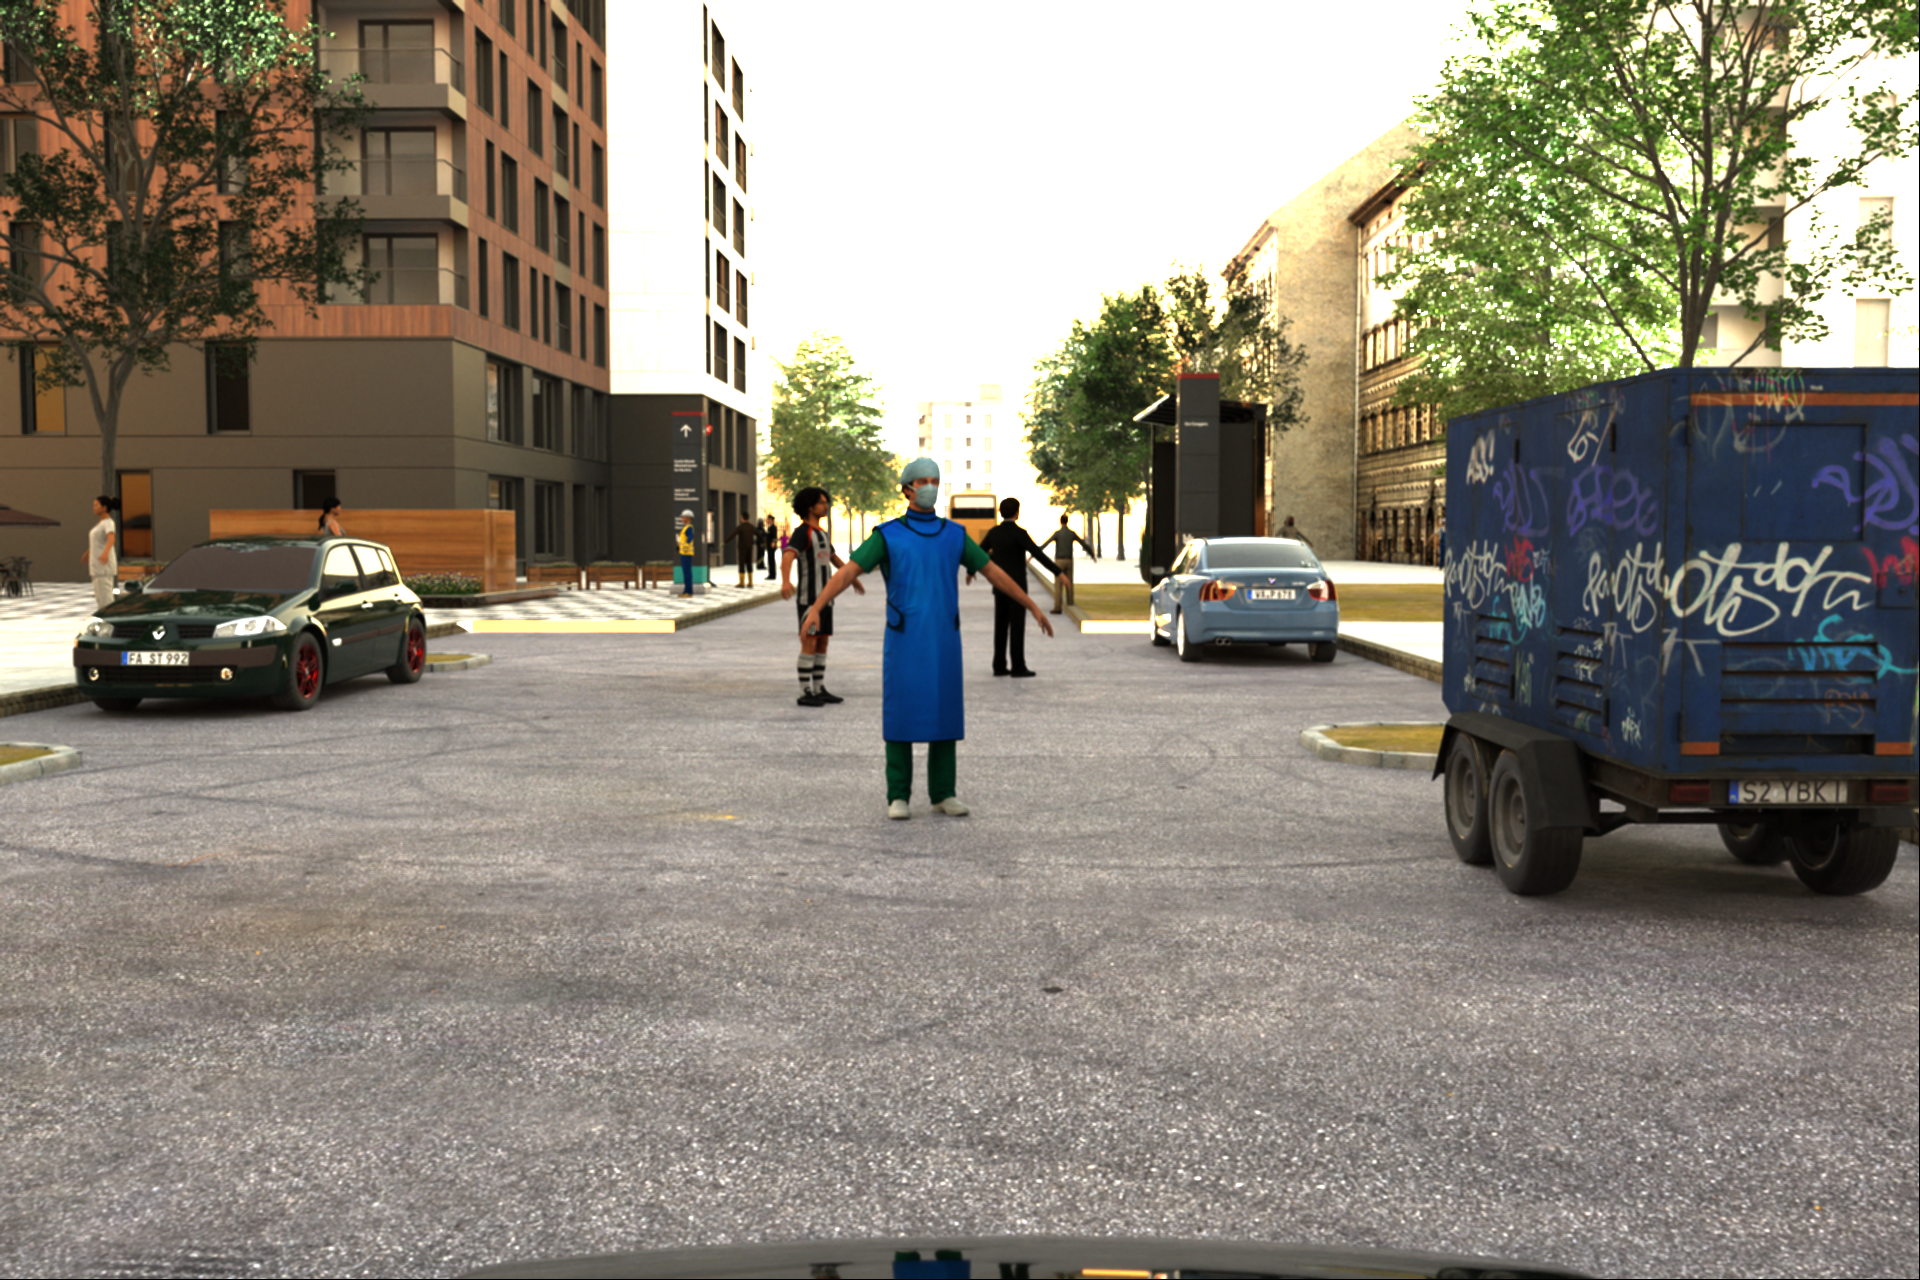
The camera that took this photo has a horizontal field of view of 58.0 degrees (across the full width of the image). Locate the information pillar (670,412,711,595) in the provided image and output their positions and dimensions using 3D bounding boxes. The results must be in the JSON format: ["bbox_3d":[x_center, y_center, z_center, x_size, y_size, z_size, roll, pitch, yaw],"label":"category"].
[{"bbox_3d":[-5.758,-2.909,36.934,0.750,3.857,0.750,0,4,2],"label":"information pillar"}]

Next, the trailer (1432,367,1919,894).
[{"bbox_3d":[2.889,-0.052,7.902,1.471,1.999,3.904,0,4,0],"label":"trailer"}]

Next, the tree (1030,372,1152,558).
[{"bbox_3d":[7.659,-9.753,93.876,8.767,10.594,7.601,1,4,14],"label":"tree"}]

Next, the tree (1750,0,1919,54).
[{"bbox_3d":[9.374,-6.018,8.771,12.009,13.543,11.850,0,3,0],"label":"tree"}]

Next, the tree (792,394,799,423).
[{"bbox_3d":[-21.371,-22.222,219.219,12.611,20.169,13.585,0,3,0],"label":"tree"}]

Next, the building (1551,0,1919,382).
[{"bbox_3d":[26.684,-12.542,61.488,16.016,20.090,11.380,0,4,2],"label":"building"}]

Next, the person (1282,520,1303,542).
[{"bbox_3d":[11.754,-3.422,62.228,0.705,1.796,1.348,-3,5,-42],"label":"person"}]

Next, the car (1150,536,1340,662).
[{"bbox_3d":[3.332,-0.532,20.708,2.014,1.417,4.499,0,4,0],"label":"car"}]

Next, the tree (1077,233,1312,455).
[{"bbox_3d":[7.357,-7.369,54.897,8.767,10.594,7.601,2,4,28],"label":"tree"}]

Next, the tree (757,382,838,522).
[{"bbox_3d":[-7.648,-8.111,82.971,4.737,8.622,4.395,0,3,0],"label":"tree"}]

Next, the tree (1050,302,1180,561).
[{"bbox_3d":[8.073,-10.116,83.519,7.486,12.596,7.792,0,3,0],"label":"tree"}]

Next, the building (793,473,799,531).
[{"bbox_3d":[-21.312,-14.650,181.682,9.099,9.664,28.070,0,4,1],"label":"building"}]

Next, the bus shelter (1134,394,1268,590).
[{"bbox_3d":[4.372,-2.497,32.104,1.731,3.624,6.357,0,4,0],"label":"bus shelter"}]

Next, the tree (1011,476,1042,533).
[{"bbox_3d":[8.887,-16.454,219.388,4.360,8.622,3.978,0,3,0],"label":"tree"}]

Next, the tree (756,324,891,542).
[{"bbox_3d":[-7.558,-10.779,94.363,7.486,12.596,7.792,0,3,0],"label":"tree"}]

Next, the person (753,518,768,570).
[{"bbox_3d":[-7.168,-3.474,62.575,0.705,1.856,1.354,2,4,26],"label":"person"}]

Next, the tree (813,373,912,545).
[{"bbox_3d":[-7.218,-12.502,122.533,7.486,12.596,7.792,0,3,0],"label":"tree"}]

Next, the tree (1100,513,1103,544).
[{"bbox_3d":[19.013,-22.506,223.866,12.611,20.169,13.585,0,3,0],"label":"tree"}]

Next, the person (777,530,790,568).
[{"bbox_3d":[-6.566,-3.380,64.528,0.991,1.433,0.599,1,4,14],"label":"person"}]

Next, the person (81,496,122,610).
[{"bbox_3d":[-10.275,-0.847,20.612,0.721,1.739,1.217,-3,4,-36],"label":"person"}]

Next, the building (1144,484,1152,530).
[{"bbox_3d":[25.396,-14.896,185.692,9.099,9.664,28.070,0,4,1],"label":"building"}]

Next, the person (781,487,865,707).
[{"bbox_3d":[-1.196,-0.362,14.524,0.704,1.843,1.345,2,4,24],"label":"person"}]

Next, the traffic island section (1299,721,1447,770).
[{"bbox_3d":[3.306,0.698,11.452,1.991,0.108,1.994,0,4,1],"label":"traffic island section"}]

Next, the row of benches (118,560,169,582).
[{"bbox_3d":[-18.100,-1.534,40.549,4.104,0.672,1.422,2,4,23],"label":"row of benches"}]

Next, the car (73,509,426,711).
[{"bbox_3d":[-6.109,-0.337,15.297,2.009,1.686,4.222,0,4,2],"label":"car"}]

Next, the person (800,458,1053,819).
[{"bbox_3d":[-0.181,-0.013,8.797,1.347,1.817,0.704,-1,4,-21],"label":"person"}]

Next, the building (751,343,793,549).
[{"bbox_3d":[-25.288,-19.736,153.607,19.493,23.208,18.063,0,4,1],"label":"building"}]

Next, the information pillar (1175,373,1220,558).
[{"bbox_3d":[3.860,-2.375,28.213,0.750,3.857,0.750,0,4,1],"label":"information pillar"}]

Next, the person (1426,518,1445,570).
[{"bbox_3d":[17.106,-3.378,61.079,1.347,1.847,0.705,2,4,24],"label":"person"}]

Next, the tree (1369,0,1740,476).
[{"bbox_3d":[12.231,-7.210,36.004,7.486,12.596,7.792,0,3,0],"label":"tree"}]

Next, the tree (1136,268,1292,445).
[{"bbox_3d":[7.541,-5.933,47.370,4.360,8.622,3.978,0,3,0],"label":"tree"}]

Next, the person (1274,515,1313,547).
[{"bbox_3d":[9.281,-2.604,48.699,1.348,1.813,0.705,-1,4,-17],"label":"person"}]

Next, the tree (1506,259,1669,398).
[{"bbox_3d":[15.571,-5.756,44.478,4.360,8.622,3.978,0,3,0],"label":"tree"}]

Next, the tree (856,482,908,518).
[{"bbox_3d":[-9.828,-17.424,219.286,7.601,10.594,8.767,1,4,8],"label":"tree"}]

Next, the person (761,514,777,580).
[{"bbox_3d":[-5.325,-2.611,48.621,0.705,1.837,1.347,-1,4,-19],"label":"person"}]

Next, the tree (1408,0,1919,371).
[{"bbox_3d":[9.600,-5.938,22.839,9.928,11.665,9.643,0,3,0],"label":"tree"}]

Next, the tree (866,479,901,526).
[{"bbox_3d":[-6.504,-11.058,131.166,4.360,8.622,3.978,0,3,0],"label":"tree"}]

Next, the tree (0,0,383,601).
[{"bbox_3d":[-11.482,-5.401,22.712,8.767,10.594,7.601,0,4,-3],"label":"tree"}]

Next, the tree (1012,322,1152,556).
[{"bbox_3d":[7.878,-12.030,103.345,9.857,13.997,8.962,0,3,0],"label":"tree"}]

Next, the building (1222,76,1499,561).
[{"bbox_3d":[24.525,-15.931,91.393,19.493,23.208,18.063,0,4,2],"label":"building"}]

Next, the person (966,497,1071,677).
[{"bbox_3d":[0.525,-0.538,17.437,1.347,1.806,0.705,3,5,42],"label":"person"}]

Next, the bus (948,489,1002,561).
[{"bbox_3d":[0.842,-6.262,93.938,2.896,3.916,12.252,0,4,2],"label":"bus"}]

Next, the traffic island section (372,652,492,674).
[{"bbox_3d":[-6.199,0.251,18.763,1.991,0.108,1.994,0,4,1],"label":"traffic island section"}]

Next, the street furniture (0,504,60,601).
[{"bbox_3d":[-32.326,-1.579,30.845,27.439,1.986,14.083,0,4,3],"label":"street furniture"}]

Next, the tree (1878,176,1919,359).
[{"bbox_3d":[17.837,-4.737,27.808,4.360,8.622,3.978,0,3,0],"label":"tree"}]

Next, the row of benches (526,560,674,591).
[{"bbox_3d":[-7.966,-1.505,40.075,4.104,0.672,1.422,-3,4,-37],"label":"row of benches"}]

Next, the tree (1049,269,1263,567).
[{"bbox_3d":[7.496,-8.633,66.897,9.928,11.665,9.643,0,3,0],"label":"tree"}]

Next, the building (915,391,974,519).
[{"bbox_3d":[-5.295,-22.199,221.832,11.380,20.090,16.016,1,4,8],"label":"building"}]

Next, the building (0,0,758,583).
[{"bbox_3d":[-23.352,-13.286,61.196,27.936,21.610,32.646,0,4,1],"label":"building"}]

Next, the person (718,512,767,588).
[{"bbox_3d":[-5.173,-2.169,41.599,1.346,1.812,0.704,-3,5,-40],"label":"person"}]

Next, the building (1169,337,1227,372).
[{"bbox_3d":[28.603,-19.669,152.517,19.493,23.208,18.063,0,4,1],"label":"building"}]

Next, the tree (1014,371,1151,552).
[{"bbox_3d":[9.047,-13.200,126.185,12.009,13.543,11.850,0,3,0],"label":"tree"}]

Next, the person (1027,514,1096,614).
[{"bbox_3d":[1.856,-1.369,31.107,1.348,1.796,0.705,-1,4,-19],"label":"person"}]

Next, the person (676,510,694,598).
[{"bbox_3d":[-5.613,-1.751,35.090,0.721,1.772,1.216,-1,4,-17],"label":"person"}]

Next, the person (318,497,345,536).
[{"bbox_3d":[-7.598,-0.883,21.250,0.721,1.737,1.217,-3,4,-37],"label":"person"}]

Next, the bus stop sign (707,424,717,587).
[{"bbox_3d":[-6.369,-3.270,42.163,0.855,3.939,0.416,0,4,1],"label":"bus stop sign"}]

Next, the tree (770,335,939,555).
[{"bbox_3d":[-6.891,-12.081,107.902,12.009,13.543,11.850,0,3,0],"label":"tree"}]

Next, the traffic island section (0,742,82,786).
[{"bbox_3d":[-6.435,0.771,10.253,1.991,0.108,1.994,0,4,1],"label":"traffic island section"}]

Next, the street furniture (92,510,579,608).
[{"bbox_3d":[-12.569,-1.592,32.883,9.812,1.723,11.010,0,4,3],"label":"street furniture"}]

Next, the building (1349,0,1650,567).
[{"bbox_3d":[27.970,-14.813,73.118,19.493,23.208,18.063,0,4,1],"label":"building"}]
